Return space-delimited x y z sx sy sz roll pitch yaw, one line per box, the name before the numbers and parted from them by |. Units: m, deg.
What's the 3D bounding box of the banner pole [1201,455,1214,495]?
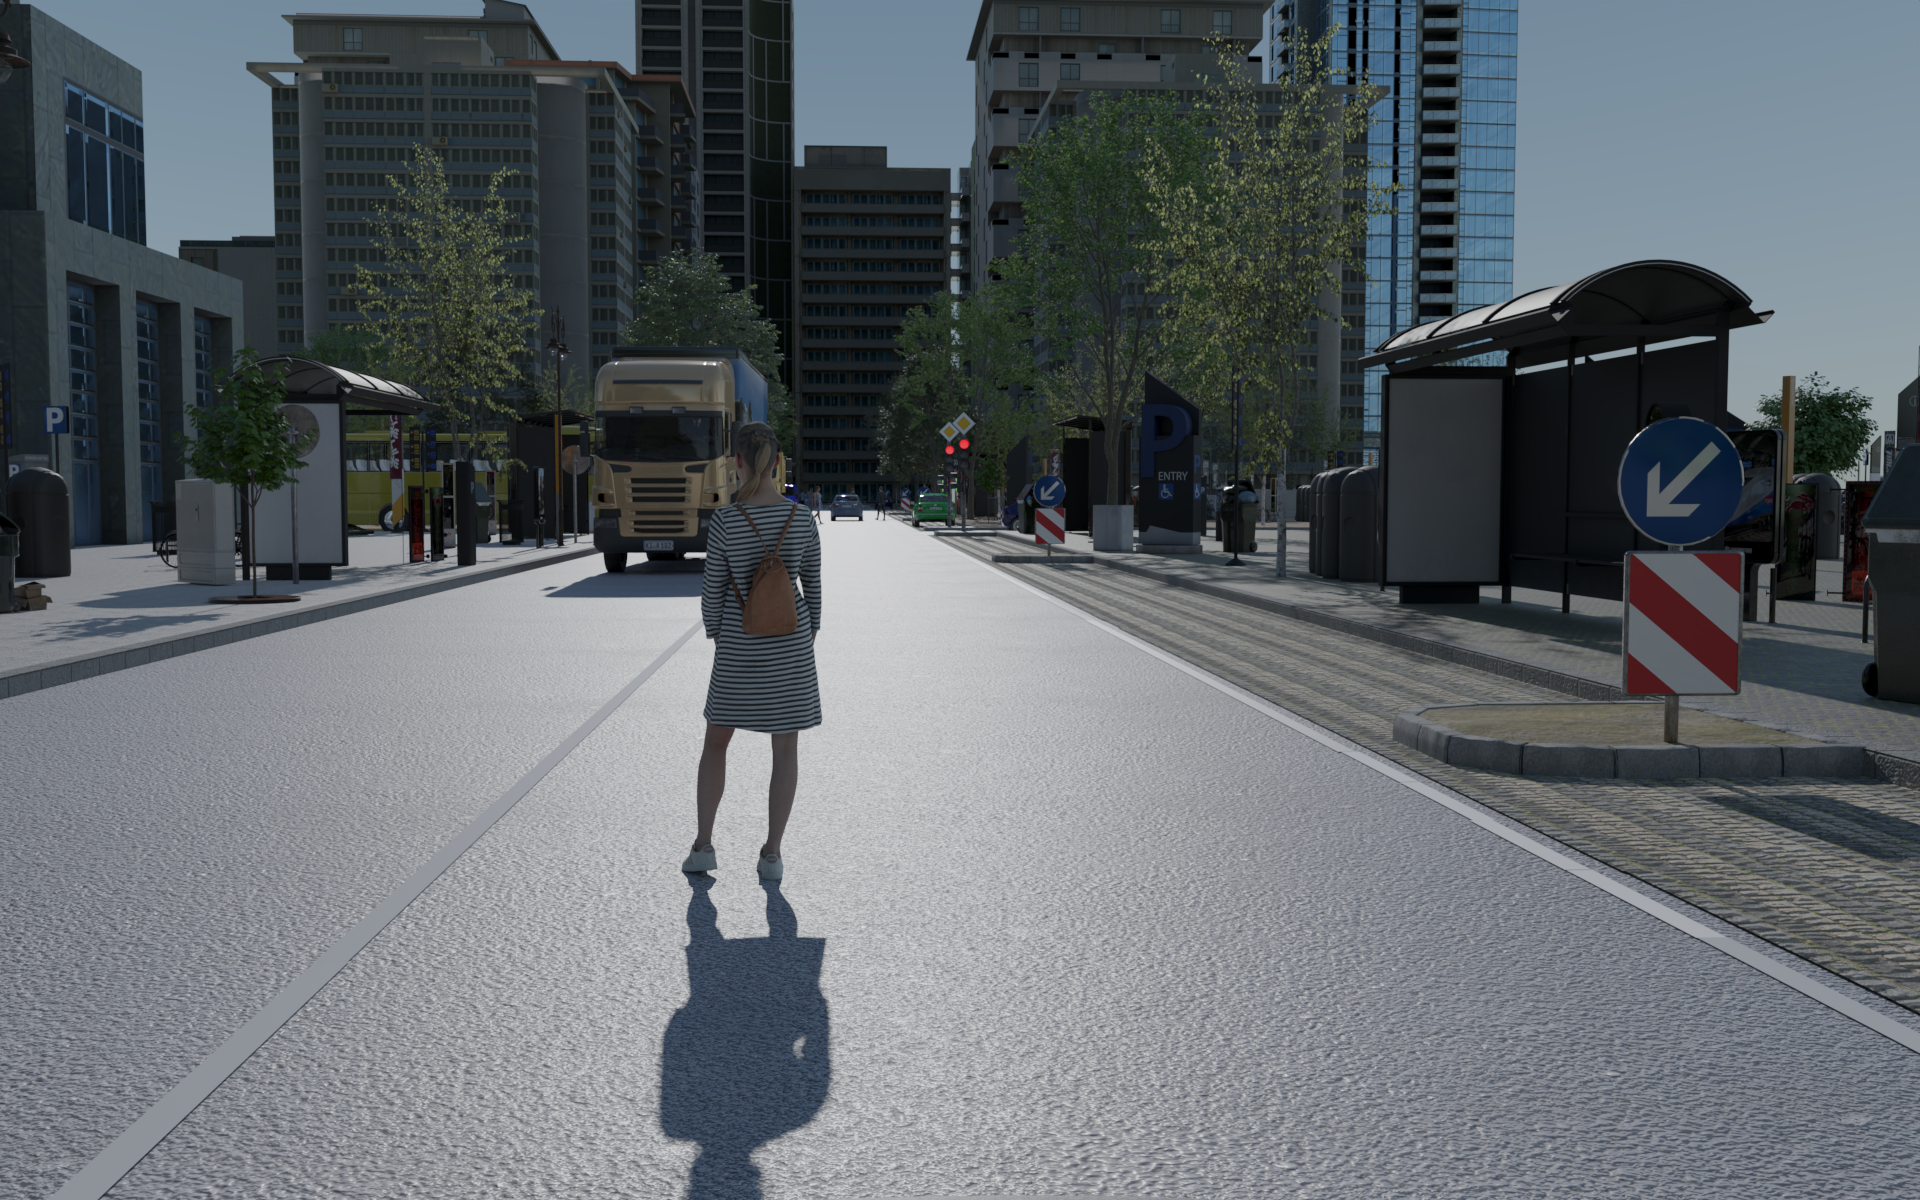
banner pole | 15.707 -7.439 111.641 0.863 3.779 0.401 -2 4 -29

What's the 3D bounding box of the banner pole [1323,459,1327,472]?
banner pole | 23.396 -7.335 109.947 0.863 3.779 0.401 -2 4 -25

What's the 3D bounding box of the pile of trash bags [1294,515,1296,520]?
pile of trash bags | 18.365 -4.691 86.442 3.447 1.369 1.912 2 4 34

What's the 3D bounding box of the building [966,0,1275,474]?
building | 15.923 -36.281 182.424 28.713 52.752 27.495 0 4 -4

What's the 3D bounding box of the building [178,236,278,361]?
building | -79.539 -26.099 198.424 14.107 30.474 14.160 0 4 -4

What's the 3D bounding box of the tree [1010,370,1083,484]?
tree | 5.460 -9.340 103.067 4.737 8.622 4.395 0 3 0

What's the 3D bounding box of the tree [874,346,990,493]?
tree | -2.111 -13.233 133.374 9.611 12.733 9.660 0 3 0

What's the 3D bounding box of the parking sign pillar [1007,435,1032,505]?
parking sign pillar | 2.736 -5.580 79.706 1.447 3.967 1.447 -3 5 -42

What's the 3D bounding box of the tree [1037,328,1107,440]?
tree | 5.645 -7.410 71.509 4.360 8.622 3.978 0 3 0

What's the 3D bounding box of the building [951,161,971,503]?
building | 13.505 -38.350 246.630 30.456 49.044 23.786 0 4 -4

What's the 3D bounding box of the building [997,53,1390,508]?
building | 19.592 -28.458 157.176 32.217 40.220 23.993 0 4 -4

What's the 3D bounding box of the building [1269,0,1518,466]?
building | 50.444 -54.370 201.613 31.000 86.520 22.319 0 4 -4

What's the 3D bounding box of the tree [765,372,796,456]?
tree | -17.445 -13.222 141.935 9.928 11.665 9.643 0 3 0

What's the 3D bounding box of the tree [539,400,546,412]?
tree | -29.780 -10.735 125.878 4.737 8.622 4.395 0 3 0

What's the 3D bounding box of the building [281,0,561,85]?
building | -58.321 -36.884 192.288 27.495 52.752 28.713 0 4 -4

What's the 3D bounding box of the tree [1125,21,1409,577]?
tree | 4.749 -4.666 26.654 4.360 8.622 3.978 0 3 0

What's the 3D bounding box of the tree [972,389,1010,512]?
tree | 2.688 -10.452 121.258 4.737 8.622 4.395 0 3 0

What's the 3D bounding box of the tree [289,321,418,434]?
tree | -36.440 -10.857 103.270 9.928 11.665 9.643 0 3 0

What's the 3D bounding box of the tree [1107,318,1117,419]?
tree | 7.384 -6.452 55.848 4.360 8.622 3.978 0 3 0

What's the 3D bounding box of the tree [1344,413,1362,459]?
tree | 23.816 -9.956 113.150 4.737 8.622 4.395 0 3 0

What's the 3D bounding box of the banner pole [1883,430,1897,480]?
banner pole | 32.301 -4.280 59.993 0.401 3.779 0.863 -1 4 -19

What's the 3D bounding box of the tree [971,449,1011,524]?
tree | 1.377 -4.922 75.082 1.663 3.219 1.824 0 3 0

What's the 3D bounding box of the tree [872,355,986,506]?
tree | -1.717 -10.834 111.553 7.601 10.594 8.767 1 4 19

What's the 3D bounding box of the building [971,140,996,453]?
building | 8.203 -31.771 203.054 14.154 41.232 14.086 0 4 -4

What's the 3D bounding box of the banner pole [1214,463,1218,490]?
banner pole | 17.853 -8.080 122.126 0.863 3.779 0.401 -1 4 -22

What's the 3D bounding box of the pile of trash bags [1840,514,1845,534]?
pile of trash bags | 28.905 -2.790 55.369 3.447 1.369 1.912 1 4 14

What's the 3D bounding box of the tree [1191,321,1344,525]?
tree | 12.286 -7.378 70.996 4.737 8.622 4.395 0 3 0

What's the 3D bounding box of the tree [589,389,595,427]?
tree | -21.955 -8.919 96.195 4.360 8.622 3.978 0 3 0

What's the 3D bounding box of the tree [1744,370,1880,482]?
tree | 22.580 -3.813 46.057 4.285 4.588 4.351 0 3 0

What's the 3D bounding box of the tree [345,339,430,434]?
tree | -26.791 -7.971 80.682 4.737 8.622 4.395 0 3 0

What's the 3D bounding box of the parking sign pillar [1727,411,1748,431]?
parking sign pillar | 22.731 -3.814 50.823 1.447 3.967 1.447 3 5 39

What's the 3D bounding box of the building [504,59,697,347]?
building | -38.707 -32.002 177.860 22.147 44.769 28.867 0 4 -4

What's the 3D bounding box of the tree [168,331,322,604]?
tree | -8.350 -1.596 20.695 1.663 3.219 1.824 0 3 0

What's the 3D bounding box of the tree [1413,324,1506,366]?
tree | 20.104 -7.497 72.933 4.737 8.622 4.395 0 3 0

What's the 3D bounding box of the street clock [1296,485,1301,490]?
street clock | 25.808 -7.791 131.956 0.471 2.002 0.358 1 4 13

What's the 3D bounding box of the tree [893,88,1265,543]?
tree | 4.011 -7.286 44.881 9.928 11.665 9.643 0 3 0

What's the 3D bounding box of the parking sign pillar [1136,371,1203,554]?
parking sign pillar | 4.544 -2.997 37.477 1.447 3.967 1.447 2 4 32

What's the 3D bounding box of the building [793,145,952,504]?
building | -12.422 -37.931 243.877 21.600 48.544 21.300 0 4 -4

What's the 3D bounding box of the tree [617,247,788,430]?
tree | -13.075 -11.168 89.259 9.857 13.997 8.962 0 3 0

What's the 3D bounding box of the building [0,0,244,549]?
building | -36.356 -44.357 37.909 31.000 86.520 22.319 0 4 -4

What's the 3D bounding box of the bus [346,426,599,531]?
bus | -17.268 -4.338 62.468 12.252 3.916 2.896 0 4 -5

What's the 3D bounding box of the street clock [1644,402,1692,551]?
street clock | 5.579 -0.558 13.687 0.358 2.002 0.471 0 4 3

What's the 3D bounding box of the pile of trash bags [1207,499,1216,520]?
pile of trash bags | 10.805 -4.611 85.148 3.447 1.369 1.912 -1 4 -10

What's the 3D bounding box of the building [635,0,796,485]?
building | -33.374 -49.050 240.218 20.611 71.187 20.563 0 4 -4

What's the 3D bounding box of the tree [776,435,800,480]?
tree | -20.837 -15.372 201.686 4.360 8.622 3.978 0 3 0

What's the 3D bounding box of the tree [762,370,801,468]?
tree | -18.227 -14.571 156.368 7.486 12.596 7.792 0 3 0

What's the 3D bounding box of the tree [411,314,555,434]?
tree | -23.931 -9.384 87.842 7.601 10.594 8.767 0 4 -2

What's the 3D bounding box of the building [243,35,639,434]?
building | -41.734 -28.102 151.354 32.217 40.220 23.993 0 4 -4

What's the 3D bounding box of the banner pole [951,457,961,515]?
banner pole | -0.169 -6.977 104.096 0.863 3.779 0.401 1 4 19

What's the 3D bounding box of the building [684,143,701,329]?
building | -37.401 -31.661 201.259 14.086 41.232 14.154 0 4 -4

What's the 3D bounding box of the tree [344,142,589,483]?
tree | -10.578 -5.260 36.356 4.360 8.622 3.978 0 3 0

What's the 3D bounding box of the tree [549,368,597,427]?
tree | -21.034 -9.257 101.715 4.737 8.622 4.395 0 3 0

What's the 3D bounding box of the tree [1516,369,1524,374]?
tree | 26.296 -8.370 87.218 4.737 8.622 4.395 0 3 0
